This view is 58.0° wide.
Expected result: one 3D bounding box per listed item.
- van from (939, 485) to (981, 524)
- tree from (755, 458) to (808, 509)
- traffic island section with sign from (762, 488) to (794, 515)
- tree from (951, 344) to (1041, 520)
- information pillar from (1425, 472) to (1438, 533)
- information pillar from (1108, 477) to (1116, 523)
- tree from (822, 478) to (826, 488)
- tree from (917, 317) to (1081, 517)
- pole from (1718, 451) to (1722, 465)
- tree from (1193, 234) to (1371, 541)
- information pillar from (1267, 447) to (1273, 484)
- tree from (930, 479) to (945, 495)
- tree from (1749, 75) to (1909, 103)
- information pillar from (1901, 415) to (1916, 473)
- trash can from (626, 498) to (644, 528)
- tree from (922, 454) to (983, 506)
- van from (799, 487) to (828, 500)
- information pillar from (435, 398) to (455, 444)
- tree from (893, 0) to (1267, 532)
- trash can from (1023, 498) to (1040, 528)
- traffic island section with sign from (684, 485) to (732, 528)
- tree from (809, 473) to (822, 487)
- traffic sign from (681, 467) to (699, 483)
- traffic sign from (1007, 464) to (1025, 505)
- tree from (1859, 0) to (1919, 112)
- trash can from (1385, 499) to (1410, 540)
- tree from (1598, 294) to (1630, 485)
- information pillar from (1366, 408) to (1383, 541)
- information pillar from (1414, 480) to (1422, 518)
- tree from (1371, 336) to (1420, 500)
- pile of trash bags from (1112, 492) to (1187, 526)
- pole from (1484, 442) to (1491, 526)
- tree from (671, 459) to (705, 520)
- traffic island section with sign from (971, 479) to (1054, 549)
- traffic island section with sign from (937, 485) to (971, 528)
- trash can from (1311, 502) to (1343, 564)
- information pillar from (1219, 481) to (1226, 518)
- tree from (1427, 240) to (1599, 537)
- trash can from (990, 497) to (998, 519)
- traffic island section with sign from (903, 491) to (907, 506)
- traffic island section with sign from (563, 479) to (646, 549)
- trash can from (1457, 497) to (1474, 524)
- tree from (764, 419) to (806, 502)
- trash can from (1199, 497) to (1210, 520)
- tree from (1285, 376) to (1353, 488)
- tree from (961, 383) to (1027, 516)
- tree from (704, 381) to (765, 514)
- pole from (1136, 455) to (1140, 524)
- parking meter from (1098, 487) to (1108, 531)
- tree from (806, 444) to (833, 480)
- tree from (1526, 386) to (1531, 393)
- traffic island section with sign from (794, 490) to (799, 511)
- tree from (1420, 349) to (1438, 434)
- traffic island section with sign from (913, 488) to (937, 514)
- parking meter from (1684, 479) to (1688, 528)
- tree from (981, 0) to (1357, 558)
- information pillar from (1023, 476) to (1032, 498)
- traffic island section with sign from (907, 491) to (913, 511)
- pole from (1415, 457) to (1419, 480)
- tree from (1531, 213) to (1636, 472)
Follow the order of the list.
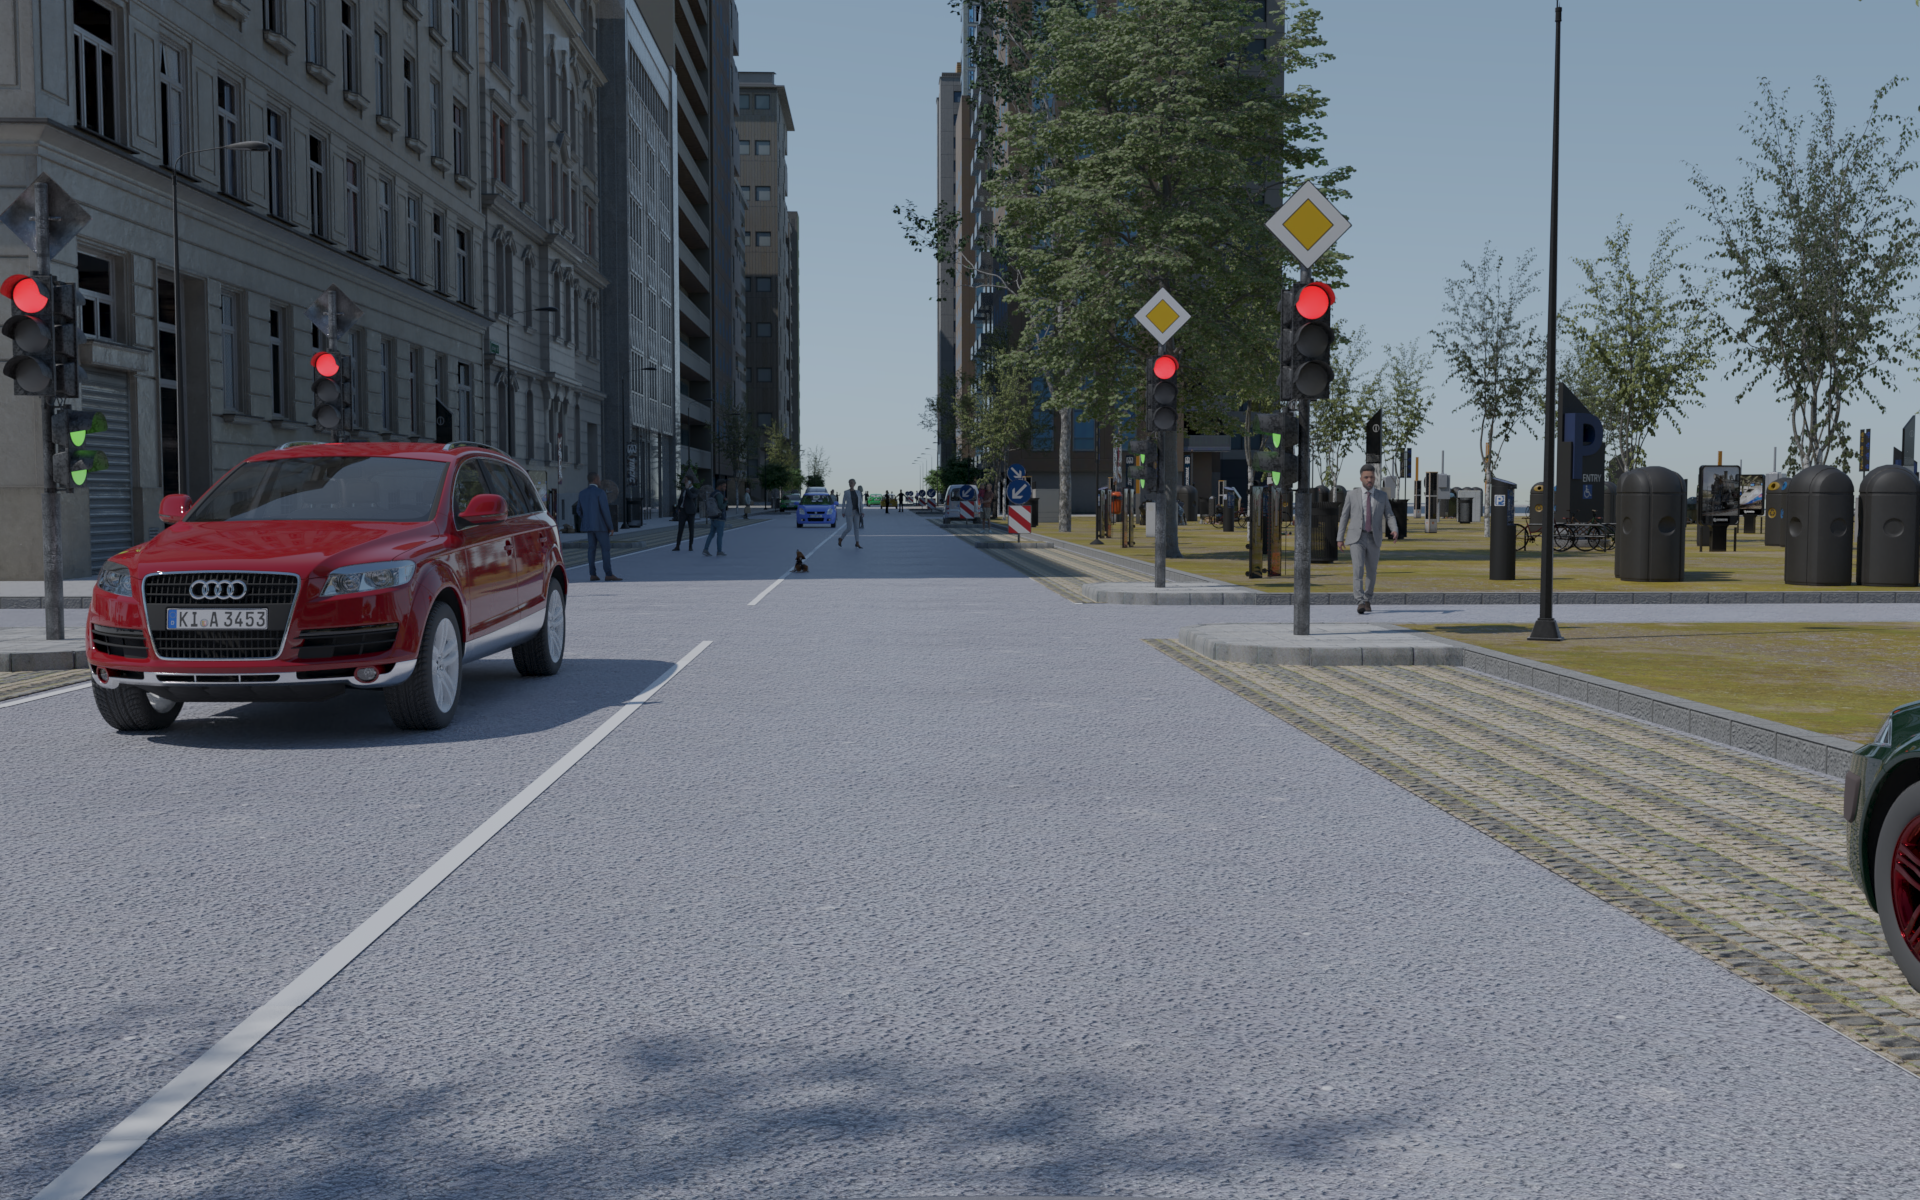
[{"bbox_3d":[0.084,-4.402,78.988,2.013,2.044,4.112,0,4,-2],"label":"van"},{"bbox_3d":[-16.675,-10.438,154.380,4.285,4.588,4.351,0,3,0],"label":"tree"},{"bbox_3d":[-12.900,-6.912,121.639,1.989,1.847,2.006,0,4,-3],"label":"traffic island section with sign"},{"bbox_3d":[1.962,-8.176,84.048,4.737,8.622,4.395,0,3,0],"label":"tree"},{"bbox_3d":[15.445,-3.196,56.744,0.304,2.012,0.304,-1,4,-11],"label":"information pillar"},{"bbox_3d":[6.686,-4.377,76.057,0.304,2.012,0.304,0,4,-7],"label":"information pillar"},{"bbox_3d":[-20.815,-16.182,248.295,4.285,4.588,4.351,0,3,0],"label":"tree"},{"bbox_3d":[1.914,-9.640,92.032,8.767,10.594,7.601,-1,4,-13],"label":"tree"},{"bbox_3d":[35.890,-5.384,81.866,0.158,3.312,0.155,0,3,0],"label":"pole"},{"bbox_3d":[8.142,-5.905,46.905,4.737,8.622,4.395,0,3,0],"label":"tree"},{"bbox_3d":[15.320,-5.738,85.164,0.504,3.616,0.183,3,5,42],"label":"information pillar"},{"bbox_3d":[-2.092,-11.681,185.585,1.663,3.219,1.824,0,3,0],"label":"tree"},{"bbox_3d":[14.645,-4.856,29.763,4.360,8.622,3.978,0,3,0],"label":"tree"},{"bbox_3d":[28.060,-3.666,51.288,0.504,3.616,0.183,-2,4,-27],"label":"information pillar"},{"bbox_3d":[-12.341,-3.302,65.641,0.748,1.137,0.748,0,3,0],"label":"trash can"},{"bbox_3d":[0.039,-8.784,127.325,4.285,4.588,4.351,0,3,0],"label":"tree"},{"bbox_3d":[-8.598,-5.913,103.693,2.013,2.044,4.112,0,4,-4],"label":"van"},{"bbox_3d":[-12.516,-3.105,42.125,0.504,3.616,0.183,1,4,20],"label":"information pillar"},{"bbox_3d":[4.105,-12.450,59.443,12.611,20.169,13.585,0,3,0],"label":"tree"},{"bbox_3d":[2.712,-3.360,66.586,0.748,1.137,0.748,0,3,0],"label":"trash can"},{"bbox_3d":[-10.654,-3.941,73.062,1.989,1.847,2.006,0,4,-3],"label":"traffic island section with sign"},{"bbox_3d":[-17.984,-12.377,186.076,4.285,4.588,4.351,0,3,0],"label":"tree"},{"bbox_3d":[-12.950,-5.083,83.105,0.884,2.594,0.081,0,4,-1],"label":"traffic sign"},{"bbox_3d":[2.355,-4.429,72.512,0.768,2.556,0.104,0,4,1],"label":"traffic sign"},{"bbox_3d":[6.539,-3.636,9.810,4.737,8.622,4.395,0,3,0],"label":"tree"},{"bbox_3d":[12.349,-2.286,49.025,0.748,1.137,0.748,0,3,0],"label":"trash can"},{"bbox_3d":[23.839,-6.809,61.692,4.360,8.622,3.978,0,3,0],"label":"tree"},{"bbox_3d":[11.263,-3.410,47.112,0.183,3.616,0.504,-3,5,-42],"label":"information pillar"},{"bbox_3d":[24.167,-5.319,91.465,0.304,2.012,0.304,0,4,-8],"label":"information pillar"},{"bbox_3d":[16.195,-7.546,73.736,4.737,8.622,4.395,0,3,0],"label":"tree"},{"bbox_3d":[7.739,-3.772,71.429,3.447,1.369,1.912,2,4,26],"label":"pile of trash bags"},{"bbox_3d":[20.865,-4.565,68.480,0.158,3.312,0.155,0,3,0],"label":"pole"},{"bbox_3d":[-13.478,-5.658,87.110,1.663,3.219,1.824,0,3,0],"label":"tree"},{"bbox_3d":[1.410,-2.290,46.076,1.989,1.847,2.006,0,4,-3],"label":"traffic island section with sign"},{"bbox_3d":[0.149,-3.959,73.361,1.989,1.847,2.006,0,4,-3],"label":"traffic island section with sign"},{"bbox_3d":[6.677,-1.243,31.984,0.748,1.137,0.748,0,3,0],"label":"trash can"},{"bbox_3d":[14.309,-5.504,94.478,0.304,2.012,0.304,2,4,34],"label":"information pillar"},{"bbox_3d":[15.891,-6.166,51.170,4.360,8.622,3.978,0,3,0],"label":"tree"},{"bbox_3d":[1.638,-4.758,89.441,0.748,1.137,0.748,0,3,0],"label":"trash can"},{"bbox_3d":[-5.954,-12.081,206.154,1.989,1.847,2.006,0,4,-3],"label":"traffic island section with sign"},{"bbox_3d":[-9.427,-2.294,46.134,1.989,1.847,2.006,0,4,-3],"label":"traffic island section with sign"},{"bbox_3d":[21.890,-3.877,75.035,0.748,1.137,0.748,0,3,0],"label":"trash can"},{"bbox_3d":[-17.364,-13.359,168.786,4.737,8.622,4.395,0,3,0],"label":"tree"},{"bbox_3d":[12.203,-4.540,85.884,0.748,1.137,0.748,0,3,0],"label":"trash can"},{"bbox_3d":[19.862,-8.877,95.505,4.360,8.622,3.978,0,3,0],"label":"tree"},{"bbox_3d":[2.056,-9.325,102.829,4.360,8.622,3.978,0,3,0],"label":"tree"},{"bbox_3d":[-14.447,-9.883,111.947,4.360,8.622,3.978,0,3,0],"label":"tree"},{"bbox_3d":[7.619,-4.904,74.028,0.158,3.312,0.155,0,3,0],"label":"pole"},{"bbox_3d":[4.915,-3.135,59.663,0.372,1.533,0.369,0,3,0],"label":"parking meter"},{"bbox_3d":[-21.270,-18.784,257.476,4.360,8.622,3.978,0,3,0],"label":"tree"},{"bbox_3d":[25.922,-7.443,72.062,4.737,8.622,4.395,0,3,0],"label":"tree"},{"bbox_3d":[-14.165,-8.595,149.161,1.989,1.847,2.006,0,4,-3],"label":"traffic island section with sign"},{"bbox_3d":[20.561,-8.022,81.519,4.737,8.622,4.395,0,3,0],"label":"tree"},{"bbox_3d":[-2.164,-7.032,123.596,1.989,1.847,2.006,0,4,-3],"label":"traffic island section with sign"},{"bbox_3d":[27.603,-3.706,66.297,0.255,1.863,0.399,-3,5,-43],"label":"parking meter"},{"bbox_3d":[4.100,-7.108,34.350,7.486,12.596,7.792,0,3,0],"label":"tree"},{"bbox_3d":[2.788,-4.124,71.912,0.304,2.012,0.304,-1,4,-19],"label":"information pillar"},{"bbox_3d":[-3.406,-8.685,150.621,1.989,1.847,2.006,0,4,-3],"label":"traffic island section with sign"},{"bbox_3d":[25.112,-6.199,95.203,0.158,3.312,0.155,0,3,0],"label":"pole"},{"bbox_3d":[18.086,-5.858,46.137,4.737,8.622,4.395,0,3,0],"label":"tree"}]
